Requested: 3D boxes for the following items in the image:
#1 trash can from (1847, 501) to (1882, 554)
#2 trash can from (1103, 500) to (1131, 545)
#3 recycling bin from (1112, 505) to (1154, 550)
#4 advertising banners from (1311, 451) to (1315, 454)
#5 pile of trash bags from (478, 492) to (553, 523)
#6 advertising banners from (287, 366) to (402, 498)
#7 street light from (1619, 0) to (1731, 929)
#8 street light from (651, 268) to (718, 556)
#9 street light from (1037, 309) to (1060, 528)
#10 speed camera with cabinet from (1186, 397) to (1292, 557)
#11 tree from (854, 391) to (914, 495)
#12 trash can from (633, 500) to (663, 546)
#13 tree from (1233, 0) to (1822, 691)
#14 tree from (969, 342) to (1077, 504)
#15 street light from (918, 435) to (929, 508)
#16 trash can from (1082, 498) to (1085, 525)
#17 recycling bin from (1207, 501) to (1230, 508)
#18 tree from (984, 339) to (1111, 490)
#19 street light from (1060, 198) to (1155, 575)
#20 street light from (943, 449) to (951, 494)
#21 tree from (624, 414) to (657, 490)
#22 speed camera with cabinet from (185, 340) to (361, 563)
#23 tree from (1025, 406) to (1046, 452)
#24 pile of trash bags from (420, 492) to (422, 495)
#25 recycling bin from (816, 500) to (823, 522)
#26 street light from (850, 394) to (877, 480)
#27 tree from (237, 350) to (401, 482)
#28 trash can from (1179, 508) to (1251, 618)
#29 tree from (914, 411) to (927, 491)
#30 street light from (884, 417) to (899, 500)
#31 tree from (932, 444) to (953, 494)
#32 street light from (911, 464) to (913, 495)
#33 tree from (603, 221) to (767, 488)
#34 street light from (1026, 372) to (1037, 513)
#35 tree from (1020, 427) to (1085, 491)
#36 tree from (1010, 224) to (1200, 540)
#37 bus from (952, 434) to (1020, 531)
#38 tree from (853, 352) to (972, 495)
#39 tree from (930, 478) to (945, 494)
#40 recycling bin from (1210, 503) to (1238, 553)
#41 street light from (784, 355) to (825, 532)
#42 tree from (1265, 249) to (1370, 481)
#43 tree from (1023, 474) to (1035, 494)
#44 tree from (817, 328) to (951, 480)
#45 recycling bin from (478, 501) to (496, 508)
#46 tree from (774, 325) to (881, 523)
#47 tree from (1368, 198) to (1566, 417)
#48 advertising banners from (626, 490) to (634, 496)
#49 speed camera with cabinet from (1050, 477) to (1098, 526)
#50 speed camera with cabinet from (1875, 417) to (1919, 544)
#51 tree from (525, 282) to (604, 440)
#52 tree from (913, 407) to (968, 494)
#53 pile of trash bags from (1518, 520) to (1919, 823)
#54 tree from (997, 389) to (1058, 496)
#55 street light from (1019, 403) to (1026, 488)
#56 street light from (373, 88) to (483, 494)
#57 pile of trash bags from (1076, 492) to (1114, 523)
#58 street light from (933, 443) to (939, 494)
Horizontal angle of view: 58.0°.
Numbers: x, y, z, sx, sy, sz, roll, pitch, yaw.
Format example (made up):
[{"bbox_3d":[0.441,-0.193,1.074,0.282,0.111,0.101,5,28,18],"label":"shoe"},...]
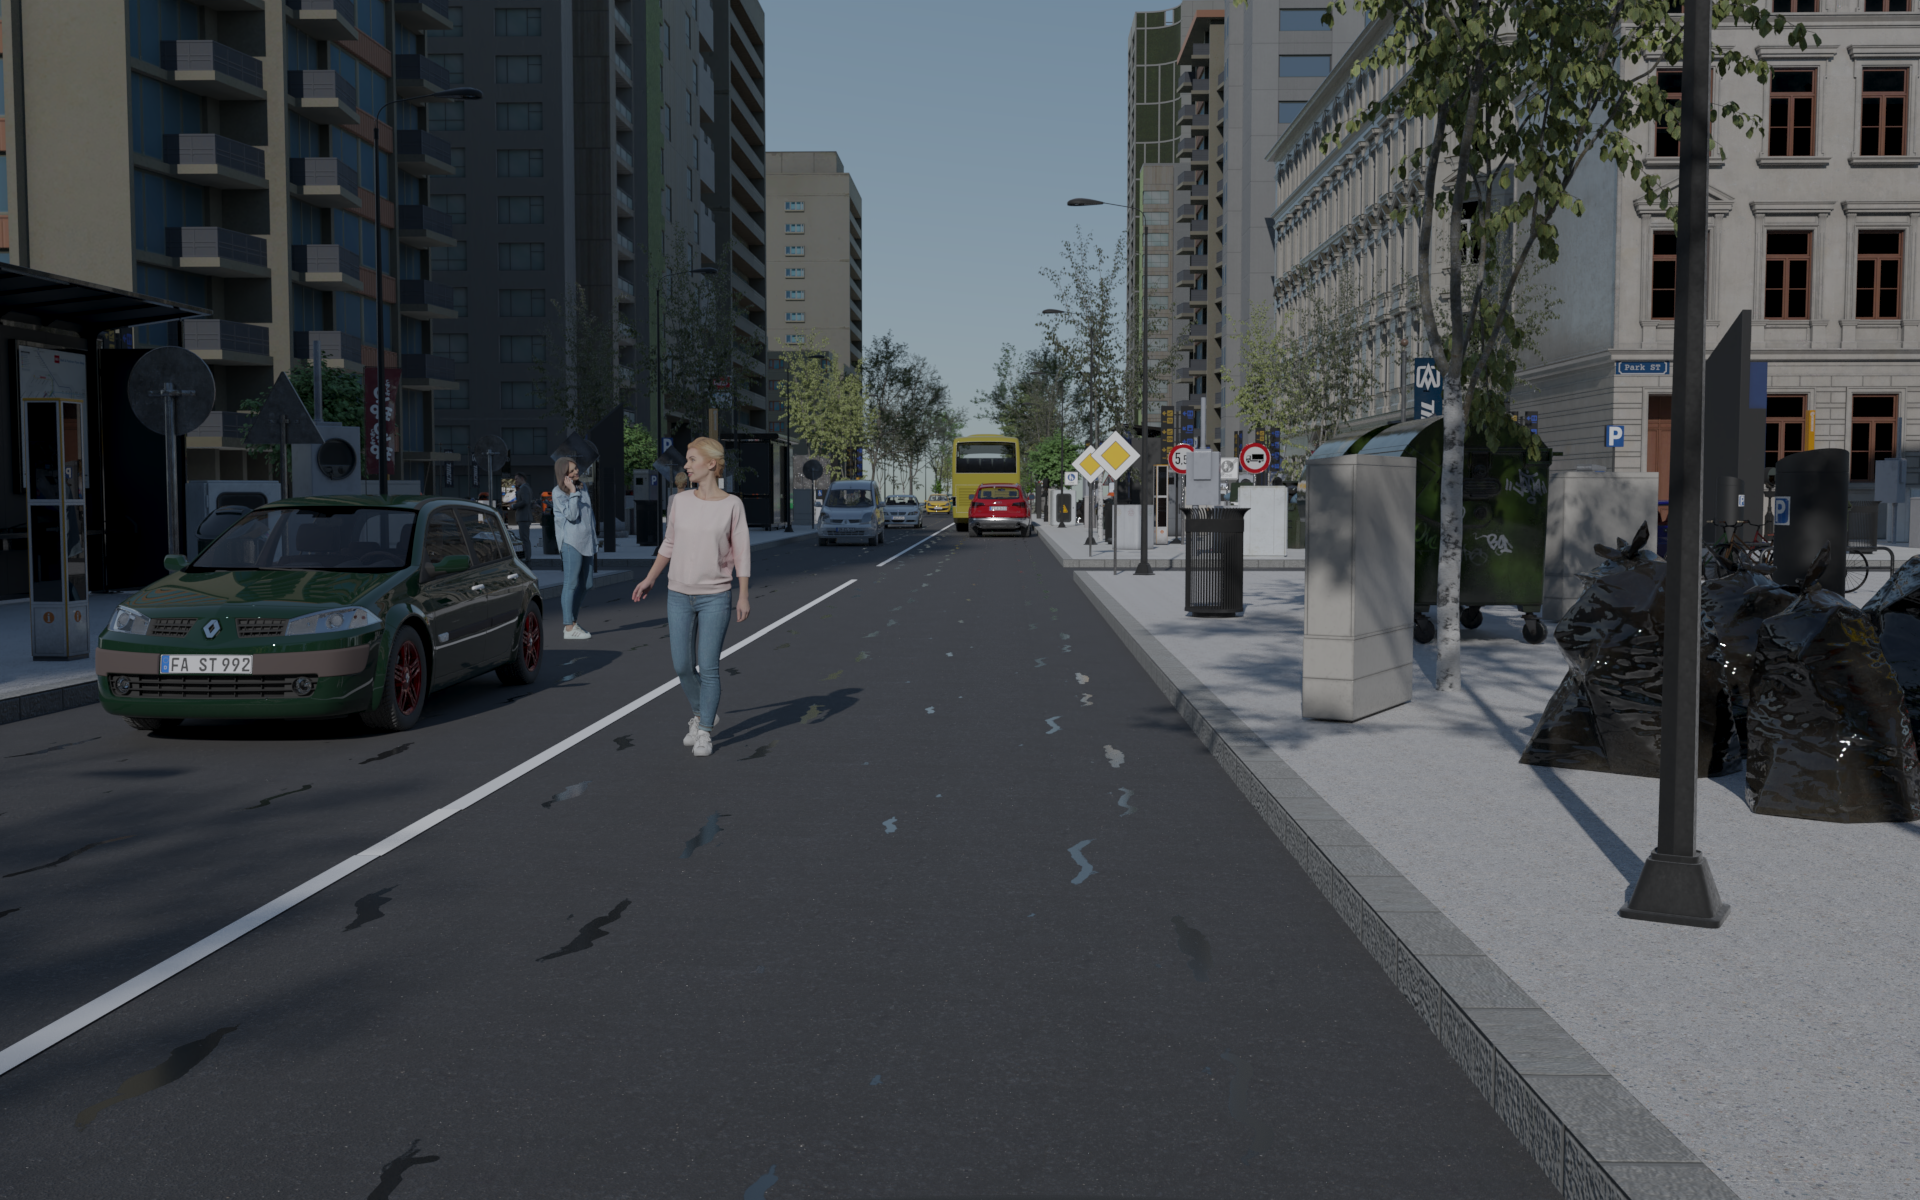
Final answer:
[{"bbox_3d":[19.265,-1.550,37.001,0.748,1.137,0.748,0,3,0],"label":"trash can"},{"bbox_3d":[3.986,-1.979,44.016,0.748,1.137,0.748,0,3,0],"label":"trash can"},{"bbox_3d":[4.006,-1.685,40.098,0.722,1.027,0.722,3,5,39],"label":"recycling bin"},{"bbox_3d":[13.532,-4.490,69.601,2.074,3.025,0.090,-1,4,-12],"label":"advertising banners"},{"bbox_3d":[-22.385,-4.690,86.432,3.447,1.369,1.912,0,4,8],"label":"pile of trash bags"},{"bbox_3d":[-8.566,-1.667,23.439,2.074,3.025,0.090,-2,4,-34],"label":"advertising banners"},{"bbox_3d":[1.643,-1.993,5.131,1.470,5.913,1.316,0,4,1],"label":"street light"},{"bbox_3d":[-5.664,-3.862,35.692,1.470,5.913,1.316,0,4,1],"label":"street light"},{"bbox_3d":[2.756,-4.344,43.570,1.470,5.913,1.316,0,4,1],"label":"street light"},{"bbox_3d":[5.698,-2.523,35.587,2.038,3.252,0.660,1,4,13],"label":"speed camera with cabinet"},{"bbox_3d":[-5.314,-10.101,115.521,4.360,8.622,3.978,0,3,0],"label":"tree"},{"bbox_3d":[-7.665,-1.895,42.635,0.748,1.137,0.748,0,3,0],"label":"trash can"},{"bbox_3d":[3.431,-3.711,11.041,4.737,8.622,4.395,0,3,0],"label":"tree"},{"bbox_3d":[8.058,-22.061,216.578,12.611,20.169,13.585,0,3,0],"label":"tree"},{"bbox_3d":[-3.173,-9.889,134.221,1.470,5.913,1.316,0,4,1],"label":"street light"},{"bbox_3d":[5.197,-3.491,68.731,0.748,1.137,0.748,0,3,0],"label":"trash can"},{"bbox_3d":[9.031,-2.934,60.522,0.722,1.027,0.722,2,4,33],"label":"recycling bin"},{"bbox_3d":[5.852,-10.381,104.147,7.601,10.594,8.767,3,5,40],"label":"tree"},{"bbox_3d":[2.379,-3.351,27.322,1.470,5.913,1.316,0,4,1],"label":"street light"},{"bbox_3d":[-1.977,-12.639,179.194,1.470,5.913,1.316,0,4,1],"label":"street light"},{"bbox_3d":[-13.765,-5.368,71.473,4.285,4.588,4.351,0,3,0],"label":"tree"},{"bbox_3d":[-8.613,-1.679,21.780,0.660,3.252,2.038,3,5,42],"label":"speed camera with cabinet"},{"bbox_3d":[6.808,-11.382,136.463,4.737,8.622,4.395,0,3,0],"label":"tree"},{"bbox_3d":[-16.812,-2.735,54.462,1.912,1.369,3.447,-2,4,-30],"label":"pile of trash bags"},{"bbox_3d":[-6.807,-4.140,80.241,0.722,1.027,0.722,-1,4,-22],"label":"recycling bin"},{"bbox_3d":[-4.541,-6.615,80.693,1.470,5.913,1.316,0,4,1],"label":"street light"},{"bbox_3d":[-14.123,-3.357,38.601,4.285,4.588,4.351,0,3,0],"label":"tree"},{"bbox_3d":[2.653,-0.393,18.071,0.748,1.137,0.748,0,3,0],"label":"trash can"},{"bbox_3d":[-4.158,-10.801,126.962,4.360,8.622,3.978,0,3,0],"label":"tree"},{"bbox_3d":[-3.986,-8.062,104.348,1.470,5.913,1.316,0,4,1],"label":"street light"},{"bbox_3d":[-2.113,-18.381,250.897,4.737,8.622,4.395,0,3,0],"label":"tree"},{"bbox_3d":[-3.748,-8.531,112.026,1.470,5.913,1.316,0,4,1],"label":"street light"},{"bbox_3d":[-7.020,-5.886,46.593,4.360,8.622,3.978,0,3,0],"label":"tree"},{"bbox_3d":[3.337,-5.702,65.765,1.470,5.913,1.316,0,4,1],"label":"street light"},{"bbox_3d":[4.872,-6.159,84.417,4.285,4.588,4.351,0,3,0],"label":"tree"},{"bbox_3d":[4.106,-5.955,47.722,4.360,8.622,3.978,0,3,0],"label":"tree"},{"bbox_3d":[1.063,-4.800,70.033,2.896,3.916,12.252,0,4,1],"label":"bus"},{"bbox_3d":[-4.149,-14.594,148.977,12.009,13.543,11.850,0,3,0],"label":"tree"},{"bbox_3d":[-2.288,-11.831,188.037,1.663,3.219,1.824,0,3,0],"label":"tree"},{"bbox_3d":[6.012,-1.542,37.764,0.722,1.027,0.722,-2,4,-24],"label":"recycling bin"},{"bbox_3d":[-5.198,-5.220,57.890,1.470,5.913,1.316,0,4,1],"label":"street light"},{"bbox_3d":[11.246,-6.281,53.054,4.360,8.622,3.978,0,3,0],"label":"tree"},{"bbox_3d":[6.183,-9.809,154.973,1.663,3.219,1.824,0,3,0],"label":"tree"},{"bbox_3d":[-4.832,-9.982,97.621,7.601,10.594,8.767,2,4,34],"label":"tree"},{"bbox_3d":[-18.077,-3.244,65.586,0.722,1.027,0.722,2,4,31],"label":"recycling bin"},{"bbox_3d":[-6.261,-7.657,75.550,4.737,8.622,4.395,0,3,0],"label":"tree"},{"bbox_3d":[12.786,-5.631,42.429,4.360,8.622,3.978,0,3,0],"label":"tree"},{"bbox_3d":[-13.021,-4.444,68.840,2.074,3.025,0.090,-1,4,-20],"label":"advertising banners"},{"bbox_3d":[4.722,-4.667,70.639,2.038,3.252,0.660,-1,4,-10],"label":"speed camera with cabinet"},{"bbox_3d":[24.564,-3.119,45.325,0.660,3.252,2.038,3,5,45],"label":"speed camera with cabinet"},{"bbox_3d":[-12.700,-6.685,59.665,4.360,8.622,3.978,0,3,0],"label":"tree"},{"bbox_3d":[-2.557,-16.943,202.766,9.928,11.665,9.643,0,3,0],"label":"tree"},{"bbox_3d":[4.004,0.152,7.274,1.912,1.369,3.447,-1,4,-20],"label":"pile of trash bags"},{"bbox_3d":[7.121,-15.857,177.395,7.486,12.596,7.792,0,3,0],"label":"tree"},{"bbox_3d":[3.866,-7.064,88.042,1.470,5.913,1.316,0,4,1],"label":"street light"},{"bbox_3d":[-6.147,-2.901,19.972,1.470,5.913,1.316,0,4,1],"label":"street light"},{"bbox_3d":[6.285,-4.188,78.225,1.912,1.369,3.447,2,4,29],"label":"pile of trash bags"},{"bbox_3d":[-2.568,-11.282,156.999,1.470,5.913,1.316,0,4,1],"label":"street light"}]
